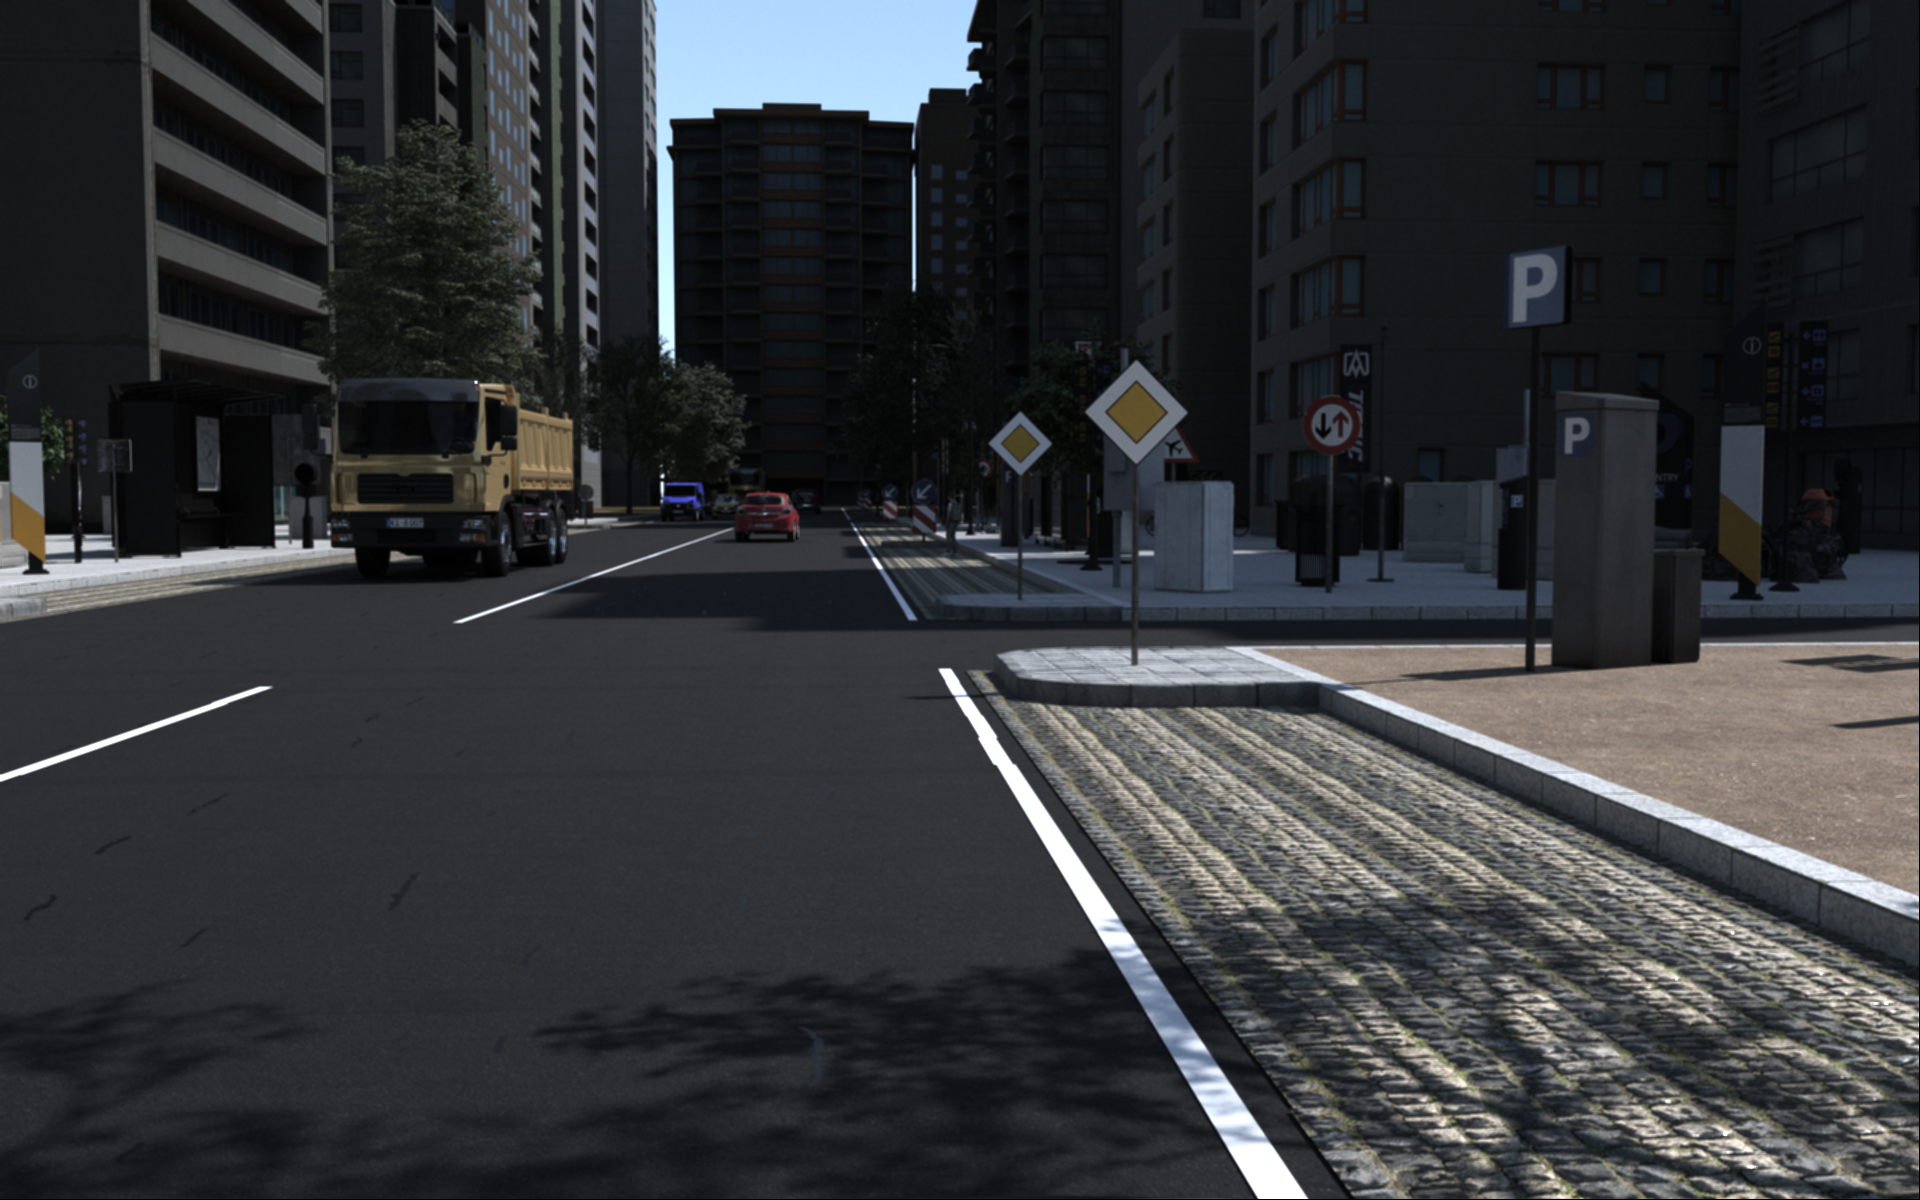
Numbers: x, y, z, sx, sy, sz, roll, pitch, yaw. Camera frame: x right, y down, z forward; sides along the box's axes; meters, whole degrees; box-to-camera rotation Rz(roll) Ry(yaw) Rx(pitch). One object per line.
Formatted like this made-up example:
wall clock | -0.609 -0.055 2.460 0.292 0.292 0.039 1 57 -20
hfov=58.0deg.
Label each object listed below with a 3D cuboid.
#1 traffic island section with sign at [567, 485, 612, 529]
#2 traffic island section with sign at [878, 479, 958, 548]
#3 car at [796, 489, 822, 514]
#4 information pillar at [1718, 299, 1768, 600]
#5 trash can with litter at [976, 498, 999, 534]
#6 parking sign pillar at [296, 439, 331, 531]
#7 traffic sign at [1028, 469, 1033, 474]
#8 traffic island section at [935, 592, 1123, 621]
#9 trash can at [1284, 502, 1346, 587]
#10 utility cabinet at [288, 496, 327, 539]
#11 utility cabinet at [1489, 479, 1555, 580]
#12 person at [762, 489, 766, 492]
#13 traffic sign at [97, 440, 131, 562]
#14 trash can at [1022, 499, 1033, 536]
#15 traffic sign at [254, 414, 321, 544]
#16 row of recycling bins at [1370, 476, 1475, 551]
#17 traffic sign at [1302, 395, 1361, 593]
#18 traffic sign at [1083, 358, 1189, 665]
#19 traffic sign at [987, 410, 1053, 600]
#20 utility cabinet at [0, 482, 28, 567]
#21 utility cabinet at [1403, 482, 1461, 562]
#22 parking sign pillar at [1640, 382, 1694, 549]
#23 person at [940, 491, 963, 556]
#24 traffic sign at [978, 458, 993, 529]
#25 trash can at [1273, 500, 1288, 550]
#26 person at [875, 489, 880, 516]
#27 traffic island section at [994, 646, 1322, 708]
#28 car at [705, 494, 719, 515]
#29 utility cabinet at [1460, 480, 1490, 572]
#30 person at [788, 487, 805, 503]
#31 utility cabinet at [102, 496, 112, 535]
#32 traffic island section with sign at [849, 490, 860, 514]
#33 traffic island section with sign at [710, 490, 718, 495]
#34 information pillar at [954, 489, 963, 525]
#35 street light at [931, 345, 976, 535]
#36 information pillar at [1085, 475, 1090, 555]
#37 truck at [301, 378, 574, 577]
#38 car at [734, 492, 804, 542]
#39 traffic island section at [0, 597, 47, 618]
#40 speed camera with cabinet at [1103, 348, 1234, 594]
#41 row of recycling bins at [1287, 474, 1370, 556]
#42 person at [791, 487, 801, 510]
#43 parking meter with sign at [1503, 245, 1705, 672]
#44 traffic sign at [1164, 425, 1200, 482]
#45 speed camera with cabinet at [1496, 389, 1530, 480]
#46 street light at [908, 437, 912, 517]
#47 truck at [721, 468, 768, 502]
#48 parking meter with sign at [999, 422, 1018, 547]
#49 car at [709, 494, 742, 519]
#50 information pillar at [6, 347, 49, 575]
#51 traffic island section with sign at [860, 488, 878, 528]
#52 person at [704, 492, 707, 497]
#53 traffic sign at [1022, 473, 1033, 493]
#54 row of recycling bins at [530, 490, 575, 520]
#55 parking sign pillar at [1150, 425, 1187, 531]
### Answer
traffic island section with sign | -15.451 -3.845 71.486 1.989 1.847 2.006 0 4 -4
traffic island section with sign | -1.109 -2.303 46.274 1.989 1.847 2.006 0 4 -4
car | -11.165 -7.172 125.938 2.281 1.827 5.304 0 4 -6
information pillar | 9.504 -1.814 21.006 0.504 3.616 0.183 3 4 38
trash can with litter | 1.336 -2.789 56.650 1.678 1.210 2.233 -2 4 -31
parking sign pillar | -22.779 -4.422 60.766 1.447 3.967 1.447 3 4 39
traffic sign | 2.239 -2.977 48.780 0.768 2.556 0.104 0 4 2
traffic island section | 0.746 0.080 20.967 2.009 0.180 2.903 0 4 -4
trash can | 4.983 -0.762 24.119 0.748 1.137 0.748 0 3 0
utility cabinet | -18.609 -2.339 49.405 1.020 1.237 0.306 0 4 5
utility cabinet | 8.588 -1.067 26.117 0.318 1.500 1.173 -2 4 -30
person | -10.883 -5.327 96.527 0.756 1.711 0.436 -1 4 -12
traffic sign | -15.857 -1.858 32.501 0.606 2.300 0.079 0 4 -2
trash can | 2.009 -2.558 53.477 0.748 1.137 0.748 0 3 0
traffic sign | -17.474 -3.083 44.284 2.265 3.308 0.079 0 4 2
row of recycling bins | 10.082 -1.980 39.482 3.534 1.692 1.069 2 4 30
traffic sign | 4.794 -1.366 22.437 0.768 2.556 0.104 0 4 -4
traffic sign | 1.306 -0.568 12.924 0.795 2.450 0.064 0 4 -4
traffic sign | 0.723 -1.055 20.888 0.795 2.450 0.064 0 4 -4
utility cabinet | -16.763 -1.329 30.401 0.318 1.500 1.173 0 4 -7
utility cabinet | 8.936 -1.456 32.484 1.173 1.500 0.318 1 4 22
parking sign pillar | 16.669 -3.218 41.089 1.447 3.967 1.447 -3 5 -40
person | -0.200 -1.763 39.923 0.523 1.515 0.503 0 4 -2
traffic sign | 0.789 -3.766 61.678 0.768 2.556 0.104 0 4 4
trash can | 7.574 -1.721 39.784 0.748 1.137 0.748 0 3 0
person | -5.423 -6.305 112.305 0.721 1.735 1.217 0 4 -7
traffic island section | 1.329 0.567 13.003 2.009 0.180 2.903 0 4 -4
car | -16.683 -6.752 120.186 2.009 1.686 4.222 0 4 -2
utility cabinet | 8.731 -1.209 28.448 1.173 1.500 0.318 -3 5 -42
person | -9.984 -5.855 103.863 1.348 1.869 0.705 0 4 -6
utility cabinet | -26.359 -2.641 54.338 1.020 1.237 0.306 1 4 12
traffic island section with sign | -6.738 -7.005 123.156 1.989 1.847 2.006 0 4 -4
traffic island section with sign | -21.183 -8.630 149.726 1.989 1.847 2.006 0 4 -4
information pillar | -0.050 -4.102 71.567 0.304 2.012 0.304 1 4 19
street light | -0.202 -4.986 54.056 1.470 5.913 1.316 0 4 -4
information pillar | 2.737 -2.761 36.504 0.183 3.616 0.504 0 4 7
truck | -9.214 -2.208 32.021 3.469 3.379 9.791 0 4 -3
car | -5.904 -2.703 53.228 2.155 1.783 4.494 0 4 -3
traffic island section | -12.012 0.137 20.041 2.009 0.180 2.903 0 4 -4
speed camera with cabinet | 2.773 -1.761 23.125 0.660 3.252 2.038 -2 4 -34
row of recycling bins | 7.795 -1.854 37.419 1.069 1.692 3.534 0 4 -2
person | -9.747 -5.762 102.701 0.705 1.826 1.348 1 4 14
parking meter with sign | 4.824 -1.015 12.862 1.738 3.016 0.543 -2 4 -31
traffic sign | 3.629 -1.804 29.500 0.884 2.594 0.081 0 4 5
speed camera with cabinet | 10.960 -2.391 33.433 0.660 3.252 2.038 3 4 37
street light | -3.256 -7.545 95.908 1.470 5.913 1.316 0 4 -4
truck | -16.291 -8.344 132.346 3.469 3.379 9.791 0 4 -5
parking meter with sign | 1.218 -2.830 42.526 0.543 3.016 1.738 0 4 -4
car | -13.333 -5.453 99.382 2.015 1.641 3.980 0 4 -5
information pillar | -14.866 -2.216 27.588 0.504 3.616 0.183 -3 5 -45
traffic island section with sign | -3.101 -3.965 73.458 1.989 1.847 2.006 0 4 -4
person | -21.564 -8.290 144.846 0.742 1.727 0.445 -3 4 -37
traffic sign | 2.154 -3.557 58.164 0.884 2.594 0.081 0 4 1
row of recycling bins | -21.024 -4.845 86.335 3.534 1.692 1.069 -1 4 -18
parking sign pillar | 7.366 -4.402 60.448 1.447 3.967 1.447 -2 4 -31
